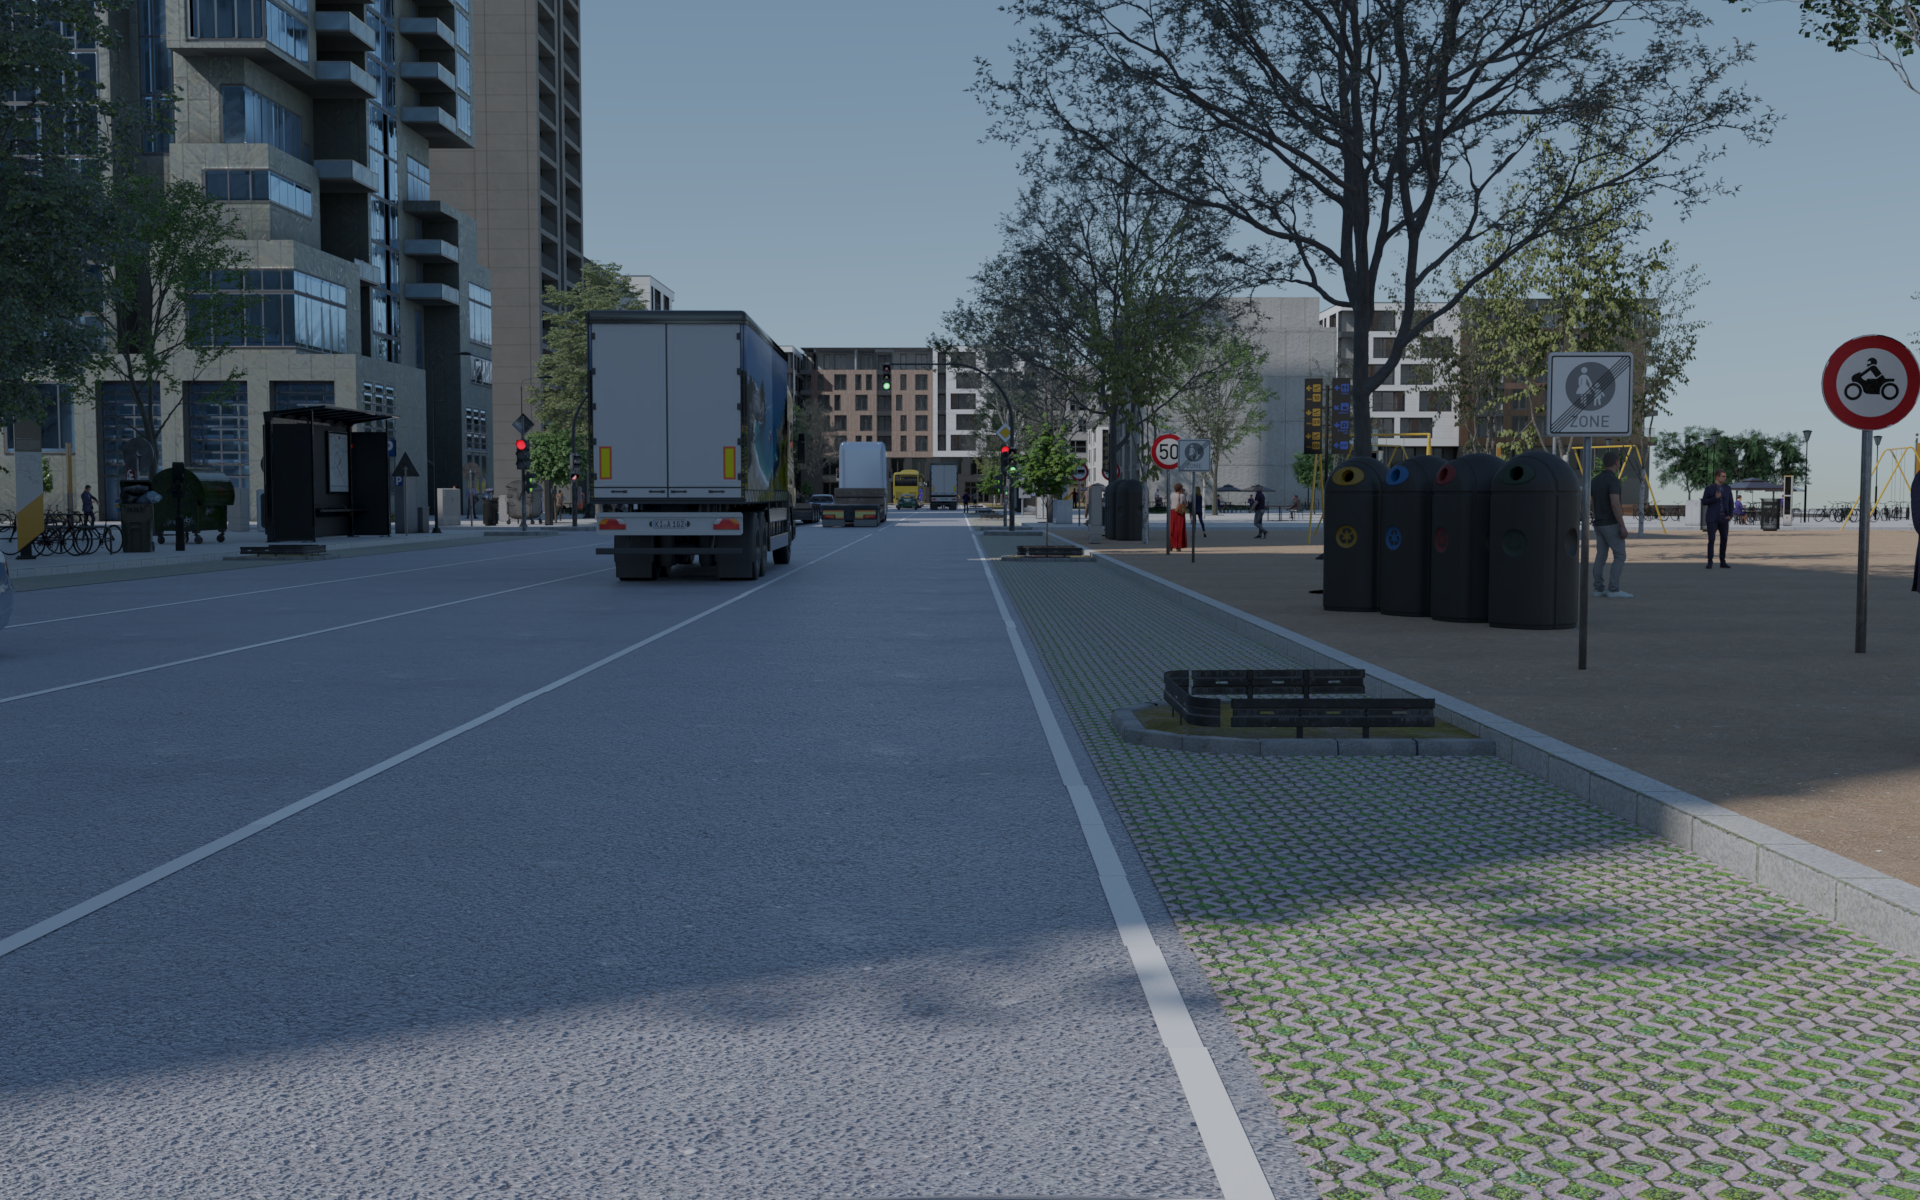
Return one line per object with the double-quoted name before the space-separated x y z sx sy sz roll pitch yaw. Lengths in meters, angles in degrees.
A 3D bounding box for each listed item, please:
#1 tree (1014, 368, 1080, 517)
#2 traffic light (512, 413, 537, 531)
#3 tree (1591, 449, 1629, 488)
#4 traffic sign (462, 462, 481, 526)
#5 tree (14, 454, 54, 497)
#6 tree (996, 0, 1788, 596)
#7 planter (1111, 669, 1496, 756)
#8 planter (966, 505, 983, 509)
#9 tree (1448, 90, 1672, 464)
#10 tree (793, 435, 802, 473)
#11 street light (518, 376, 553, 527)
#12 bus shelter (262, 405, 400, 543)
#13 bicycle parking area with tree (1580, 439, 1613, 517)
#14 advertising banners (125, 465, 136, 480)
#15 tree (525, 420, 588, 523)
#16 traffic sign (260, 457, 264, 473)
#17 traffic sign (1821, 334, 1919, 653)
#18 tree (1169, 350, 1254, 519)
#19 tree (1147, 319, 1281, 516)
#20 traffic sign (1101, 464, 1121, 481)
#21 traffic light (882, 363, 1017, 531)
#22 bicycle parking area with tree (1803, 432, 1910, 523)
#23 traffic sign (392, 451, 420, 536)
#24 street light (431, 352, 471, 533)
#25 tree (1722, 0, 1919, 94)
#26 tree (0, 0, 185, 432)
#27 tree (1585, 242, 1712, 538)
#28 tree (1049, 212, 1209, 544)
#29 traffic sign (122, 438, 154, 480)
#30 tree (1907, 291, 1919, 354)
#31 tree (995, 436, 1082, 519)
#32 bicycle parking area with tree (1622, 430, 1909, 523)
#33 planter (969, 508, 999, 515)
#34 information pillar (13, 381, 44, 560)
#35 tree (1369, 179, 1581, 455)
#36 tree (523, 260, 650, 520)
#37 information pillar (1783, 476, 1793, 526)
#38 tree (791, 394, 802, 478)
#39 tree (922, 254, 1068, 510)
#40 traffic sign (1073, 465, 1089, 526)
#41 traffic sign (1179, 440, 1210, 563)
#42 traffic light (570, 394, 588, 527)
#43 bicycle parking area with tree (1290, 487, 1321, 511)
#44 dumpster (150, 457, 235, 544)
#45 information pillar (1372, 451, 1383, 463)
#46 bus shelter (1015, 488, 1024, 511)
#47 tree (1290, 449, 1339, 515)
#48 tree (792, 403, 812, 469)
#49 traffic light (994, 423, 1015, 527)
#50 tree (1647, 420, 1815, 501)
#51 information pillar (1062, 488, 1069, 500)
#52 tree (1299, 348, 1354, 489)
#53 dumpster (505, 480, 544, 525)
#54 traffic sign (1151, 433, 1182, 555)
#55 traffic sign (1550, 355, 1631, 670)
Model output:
"tree" 4.644 -8.944 96.592 4.360 8.622 3.978 0 3 0
"traffic light" -15.138 -4.356 60.137 0.839 4.253 0.868 0 3 0
"tree" 28.040 -4.912 74.912 1.663 3.219 1.824 0 3 0
"traffic sign" -19.450 -4.210 68.932 0.768 2.556 0.104 0 4 7
"tree" -40.099 -4.965 75.777 1.663 3.219 1.824 0 3 0
"tree" 5.215 -6.810 21.714 12.009 13.543 11.850 0 3 0
"planter" 1.934 0.657 10.402 1.991 0.319 1.994 0 3 0
"planter" 1.578 -9.166 170.997 1.991 0.319 1.994 0 3 0
"tree" 11.314 -5.023 32.491 4.737 8.622 4.395 0 3 0
"tree" -18.237 -13.995 163.238 7.601 10.594 8.767 3 4 36
"street light" -16.650 -5.839 68.009 1.470 5.913 1.316 0 3 0
"bus shelter" -17.602 -3.521 48.844 1.731 3.624 6.357 0 3 0
"bicycle parking area with tree" 36.186 -6.296 89.935 8.231 4.147 9.016 1 4 12
"advertising banners" -33.322 -4.579 71.056 2.074 3.025 0.090 0 4 7
"tree" -17.871 -5.680 76.582 4.285 4.588 4.351 0 3 0
"traffic sign" -20.643 -3.173 51.990 0.768 2.556 0.104 1 4 8
"traffic sign" 7.274 -0.844 13.913 0.768 2.556 0.104 0 4 5
"tree" 12.859 -8.507 89.445 4.360 8.622 3.978 0 3 0
"tree" 15.125 -10.869 103.467 9.928 11.665 9.643 0 3 0
"traffic sign" 5.933 -4.156 68.050 0.768 2.556 0.104 0 4 6
"traffic light" -0.308 -5.222 60.044 4.771 5.953 1.251 0 3 0
"bicycle parking area with tree" 47.172 -5.905 83.551 9.016 4.147 8.231 -3 4 -38
"traffic sign" -16.898 -3.230 52.816 0.884 2.594 0.081 0 4 3
"street light" -16.621 -5.141 56.603 1.470 5.913 1.316 0 3 0
"tree" 23.931 -11.265 40.070 12.611 20.169 13.585 0 3 0
"tree" -18.242 -7.436 28.239 9.857 13.997 8.962 0 3 0
"tree" 19.960 -6.155 50.990 4.360 8.622 3.978 0 3 0
"tree" 4.561 -5.750 44.380 4.737 8.622 4.395 0 3 0
"traffic sign" -18.538 -2.383 39.061 0.768 2.556 0.104 1 4 8
"tree" 30.900 -6.247 52.494 4.360 8.622 3.978 0 3 0
"tree" 4.690 -6.437 88.954 4.285 4.588 4.351 0 3 0
"bicycle parking area with tree" 36.756 -5.691 80.043 9.016 4.147 8.231 -1 4 -10
"planter" 1.695 -6.053 120.108 1.991 0.319 1.994 0 3 0
"information pillar" -18.266 -2.604 33.934 0.504 3.616 0.183 -2 4 -35
"tree" 11.958 -5.484 40.026 4.360 8.622 3.978 0 3 0
"tree" -17.278 -10.153 84.126 7.486 12.596 7.792 0 3 0
"information pillar" 33.086 -3.957 69.190 0.304 2.012 0.304 2 4 33
"tree" -17.514 -14.072 147.092 9.611 12.733 9.660 0 3 0
"tree" 2.934 -17.355 139.647 12.611 20.169 13.585 0 3 0
"traffic sign" 4.817 -4.264 69.824 0.768 2.556 0.104 0 4 8
"traffic sign" 4.356 -1.845 32.294 0.606 2.300 0.079 0 4 2
"traffic light" -13.064 -5.718 68.162 4.771 5.953 1.251 0 3 0
"bicycle parking area with tree" 29.965 -9.114 136.017 8.231 4.147 9.016 1 4 15
"dumpster" -19.969 -2.599 44.980 1.502 2.255 1.985 0 3 0
"information pillar" 7.001 -1.528 29.482 0.304 2.012 0.304 2 4 28
"bus shelter" 4.512 -8.056 125.633 2.014 3.302 5.546 0 4 0
"tree" 22.361 -7.650 108.785 4.285 4.588 4.351 0 3 0
"tree" -18.808 -15.431 178.049 9.928 11.665 9.643 0 3 0
"traffic light" 1.766 -4.847 68.175 0.839 4.253 0.868 0 3 0
"tree" 58.661 -10.378 132.588 11.467 7.101 20.602 0 4 -5
"information pillar" 6.913 -7.489 113.803 0.504 3.616 0.183 3 5 39
"tree" 19.129 -8.439 88.335 4.360 8.622 3.978 0 3 0
"dumpster" -18.402 -4.120 73.121 1.264 1.857 1.865 0 4 0
"traffic sign" 4.385 -2.221 36.417 0.768 2.556 0.104 0 4 1
"traffic sign" 4.550 -0.640 12.592 0.606 2.300 0.079 0 4 1
